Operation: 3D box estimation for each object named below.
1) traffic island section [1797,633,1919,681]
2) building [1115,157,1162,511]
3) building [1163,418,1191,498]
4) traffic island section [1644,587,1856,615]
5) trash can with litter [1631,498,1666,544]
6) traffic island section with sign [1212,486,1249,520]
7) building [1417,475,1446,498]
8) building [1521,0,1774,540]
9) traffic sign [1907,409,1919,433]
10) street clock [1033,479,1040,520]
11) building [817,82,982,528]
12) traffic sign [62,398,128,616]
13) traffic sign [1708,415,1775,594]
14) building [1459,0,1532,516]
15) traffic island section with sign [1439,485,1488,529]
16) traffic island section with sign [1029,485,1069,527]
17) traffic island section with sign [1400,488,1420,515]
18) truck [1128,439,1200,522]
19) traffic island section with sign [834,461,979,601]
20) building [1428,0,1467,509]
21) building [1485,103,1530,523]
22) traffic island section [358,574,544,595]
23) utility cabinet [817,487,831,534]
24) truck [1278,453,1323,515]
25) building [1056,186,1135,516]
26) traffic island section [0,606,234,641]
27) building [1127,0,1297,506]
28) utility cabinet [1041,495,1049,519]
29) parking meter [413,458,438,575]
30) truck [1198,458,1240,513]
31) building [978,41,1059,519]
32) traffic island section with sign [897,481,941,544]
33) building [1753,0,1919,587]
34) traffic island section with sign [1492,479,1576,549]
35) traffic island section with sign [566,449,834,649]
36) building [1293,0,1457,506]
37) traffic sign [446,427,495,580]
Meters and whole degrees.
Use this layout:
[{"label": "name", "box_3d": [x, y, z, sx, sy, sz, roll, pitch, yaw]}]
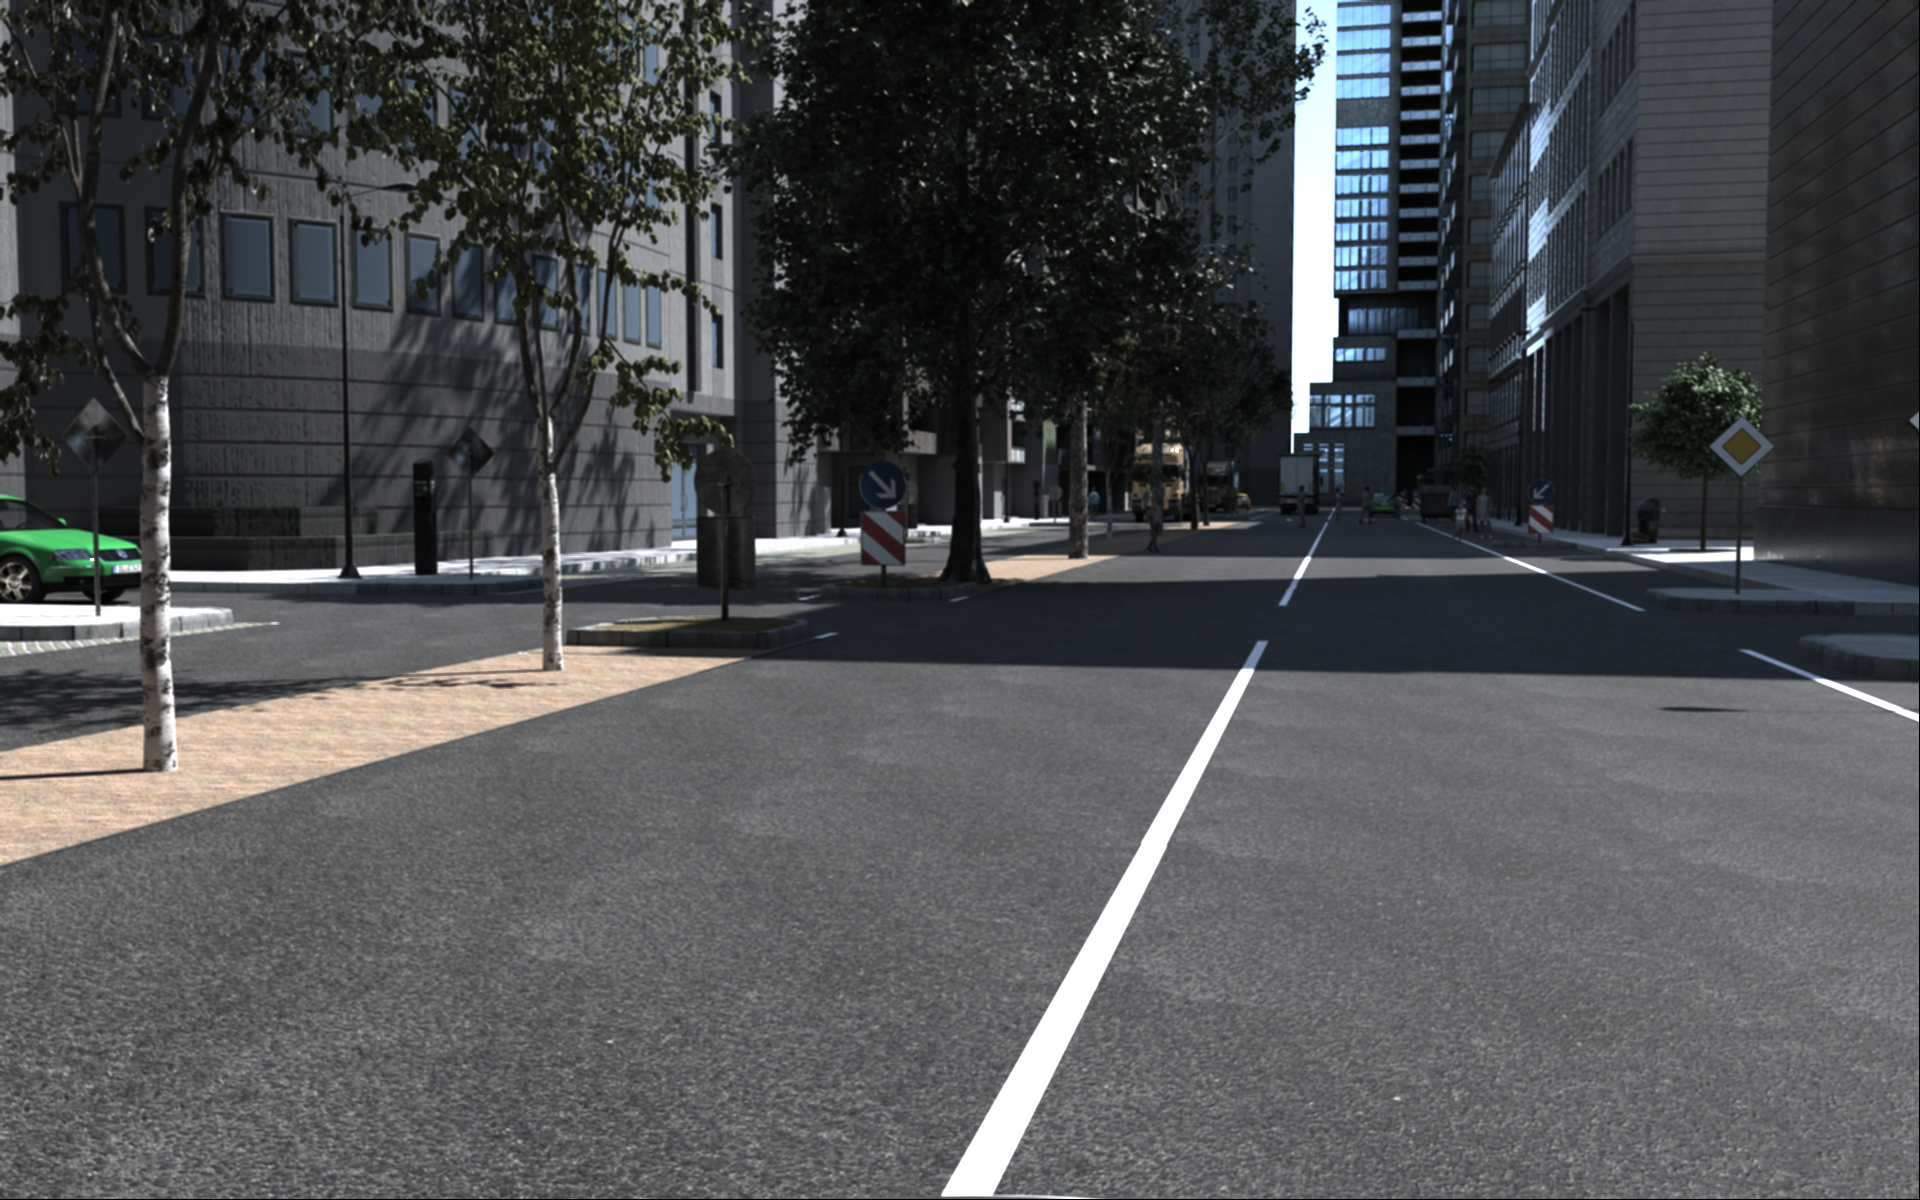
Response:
[{"label": "traffic island section", "box_3d": [8.251, 0.483, 14.380, 2.009, 0.180, 2.903, 1, 4, 12]}, {"label": "building", "box_3d": [8.129, -22.304, 136.375, 14.160, 30.474, 14.107, 1, 4, 12]}, {"label": "building", "box_3d": [6.297, -19.526, 164.289, 28.899, 21.520, 27.650, 1, 4, 12]}, {"label": "traffic island section", "box_3d": [9.972, 0.006, 22.178, 2.009, 0.180, 2.903, 1, 4, 12]}, {"label": "trash can with litter", "box_3d": [17.763, -2.041, 44.762, 0.624, 1.170, 1.055, 3, 5, 39]}, {"label": "traffic island section with sign", "box_3d": [15.278, -5.472, 97.606, 2.006, 1.907, 1.989, 1, 4, 12]}, {"label": "building", "box_3d": [57.742, -28.255, 153.844, 32.217, 40.220, 23.993, 1, 4, 12]}, {"label": "building", "box_3d": [27.184, -17.336, 60.931, 11.434, 29.767, 29.804, 1, 4, 12]}, {"label": "traffic sign", "box_3d": [8.226, -0.652, 14.308, 0.795, 2.450, 0.064, 1, 4, 12]}, {"label": "street clock", "box_3d": [3.798, -4.971, 85.849, 0.358, 2.002, 0.471, -1, 4, -10]}, {"label": "building", "box_3d": [-7.372, -18.182, 68.976, 14.160, 30.474, 14.107, 1, 4, 12]}, {"label": "traffic sign", "box_3d": [-9.049, -0.886, 18.128, 0.795, 2.450, 0.064, 1, 4, 12]}, {"label": "traffic sign", "box_3d": [9.947, -1.129, 22.106, 0.795, 2.450, 0.064, 1, 4, 12]}, {"label": "building", "box_3d": [38.446, -25.922, 107.415, 14.154, 41.232, 14.086, 1, 4, 12]}, {"label": "traffic island section with sign", "box_3d": [21.105, -3.908, 72.521, 1.989, 1.847, 2.006, 1, 4, 12]}, {"label": "traffic island section with sign", "box_3d": [4.191, -4.165, 76.725, 1.989, 1.847, 2.006, 1, 4, 12]}, {"label": "traffic island section with sign", "box_3d": [31.924, -6.906, 121.546, 1.989, 1.847, 2.006, 1, 4, 12]}, {"label": "truck", "box_3d": [10.850, -6.237, 90.887, 2.839, 4.237, 11.283, 1, 4, 13]}, {"label": "traffic island section with sign", "box_3d": [-0.913, -0.984, 24.226, 2.006, 1.907, 1.989, 1, 4, 12]}, {"label": "building", "box_3d": [47.611, -31.090, 127.924, 23.786, 49.044, 30.456, 1, 4, 12]}, {"label": "building", "box_3d": [31.480, -14.414, 84.819, 9.793, 20.994, 18.267, 1, 4, 12]}, {"label": "traffic island section", "box_3d": [-7.352, -0.227, 25.993, 2.009, 0.180, 2.903, 1, 4, 12]}, {"label": "utility cabinet", "box_3d": [-4.631, -2.831, 54.970, 1.173, 1.500, 0.318, 3, 4, 36]}, {"label": "truck", "box_3d": [24.455, -8.288, 124.418, 2.839, 4.237, 11.283, 1, 4, 14]}, {"label": "building", "box_3d": [-0.219, -28.187, 115.482, 22.147, 44.769, 28.867, 1, 4, 12]}, {"label": "traffic island section", "box_3d": [-9.074, 0.250, 18.195, 2.009, 0.180, 2.903, 1, 4, 12]}, {"label": "building", "box_3d": [22.632, -39.742, 191.778, 28.212, 58.520, 21.231, 1, 4, 12]}, {"label": "utility cabinet", "box_3d": [4.411, -4.812, 89.833, 0.306, 1.237, 1.020, 0, 4, -6]}, {"label": "parking meter", "box_3d": [-8.503, -1.335, 27.539, 0.255, 1.863, 0.399, 0, 4, 2]}, {"label": "truck", "box_3d": [20.492, -9.087, 137.485, 2.839, 4.237, 11.283, 1, 4, 14]}, {"label": "building", "box_3d": [-2.836, -24.871, 90.234, 14.154, 41.232, 14.086, 1, 4, 12]}, {"label": "traffic island section with sign", "box_3d": [-1.626, -2.555, 50.403, 1.989, 1.847, 2.006, 1, 4, 12]}, {"label": "building", "box_3d": [25.941, -13.895, 24.443, 25.104, 27.353, 12.463, 1, 4, 12]}, {"label": "traffic island section with sign", "box_3d": [15.290, -2.298, 46.198, 1.989, 1.847, 2.006, 1, 4, 12]}, {"label": "traffic island section with sign", "box_3d": [-2.519, -0.542, 16.994, 2.006, 1.907, 1.989, 1, 4, 12]}, {"label": "building", "box_3d": [52.307, -53.419, 186.066, 31.000, 86.520, 22.319, 1, 4, 12]}, {"label": "traffic sign", "box_3d": [-7.328, -1.363, 25.926, 0.795, 2.450, 0.064, 1, 4, 12]}]
